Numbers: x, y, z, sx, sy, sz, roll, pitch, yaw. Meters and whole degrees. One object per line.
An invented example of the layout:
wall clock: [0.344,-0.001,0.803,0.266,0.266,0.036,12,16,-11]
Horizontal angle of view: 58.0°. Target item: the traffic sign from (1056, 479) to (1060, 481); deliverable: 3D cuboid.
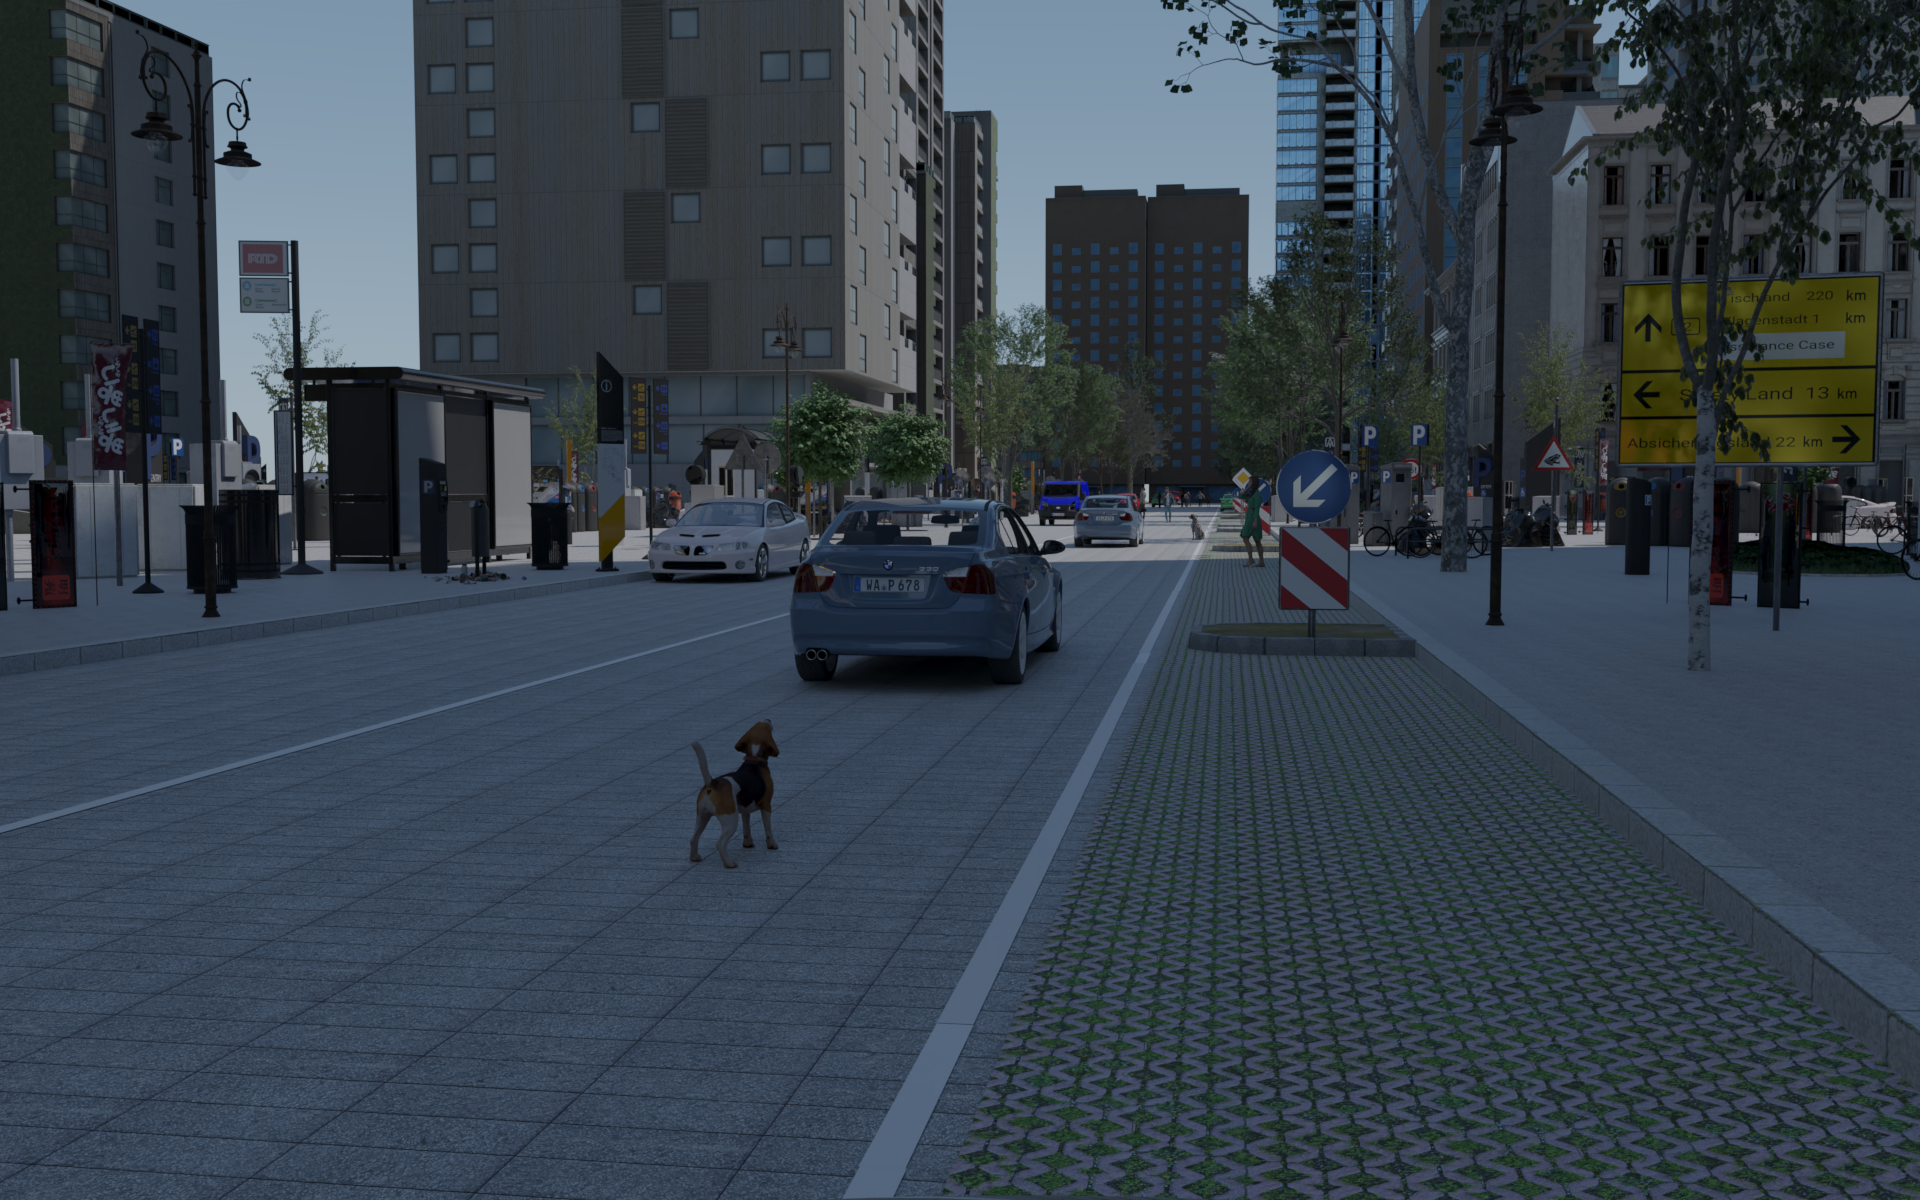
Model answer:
traffic sign: [8.384,-9.069,148.376,0.768,2.556,0.104,1,4,17]

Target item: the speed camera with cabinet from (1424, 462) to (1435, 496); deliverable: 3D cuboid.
speed camera with cabinet: [30.008,-6.983,108.516,2.038,3.252,0.660,0,4,-3]

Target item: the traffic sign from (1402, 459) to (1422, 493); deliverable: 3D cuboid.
traffic sign: [16.246,-3.815,62.476,0.768,2.556,0.104,1,4,17]

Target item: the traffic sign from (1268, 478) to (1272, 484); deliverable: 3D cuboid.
traffic sign: [24.061,-8.195,133.995,0.884,2.594,0.081,1,4,12]

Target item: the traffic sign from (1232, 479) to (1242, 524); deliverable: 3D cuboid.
traffic sign: [11.919,-4.266,73.388,0.795,2.450,0.064,1,4,9]

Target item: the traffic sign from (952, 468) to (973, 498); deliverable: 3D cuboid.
traffic sign: [0.089,-3.884,67.141,0.795,2.450,0.064,1,4,9]

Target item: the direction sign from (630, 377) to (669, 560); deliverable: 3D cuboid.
direction sign: [-6.060,-2.563,33.902,0.379,3.537,0.876,3,5,45]

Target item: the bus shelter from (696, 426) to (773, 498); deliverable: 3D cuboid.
bus shelter: [-6.489,-3.712,54.612,2.014,3.302,5.546,1,4,9]

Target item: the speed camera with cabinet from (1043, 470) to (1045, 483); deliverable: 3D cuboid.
speed camera with cabinet: [6.674,-9.010,141.643,0.660,3.252,2.038,0,4,2]

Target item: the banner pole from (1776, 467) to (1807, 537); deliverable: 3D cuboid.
banner pole: [20.519,-3.213,42.555,0.863,3.779,0.401,2,4,35]

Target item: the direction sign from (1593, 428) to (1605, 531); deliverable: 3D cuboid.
direction sign: [21.952,-4.128,59.492,0.379,3.537,0.876,0,4,0]

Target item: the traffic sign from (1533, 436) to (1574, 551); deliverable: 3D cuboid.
traffic sign: [13.293,-2.375,38.841,0.884,2.594,0.081,1,4,14]

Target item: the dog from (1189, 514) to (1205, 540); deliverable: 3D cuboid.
dog: [7.353,-2.260,53.792,0.513,0.831,0.800,1,4,8]

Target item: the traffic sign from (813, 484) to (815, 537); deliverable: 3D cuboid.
traffic sign: [-4.339,-3.147,51.462,0.884,2.594,0.081,1,4,16]

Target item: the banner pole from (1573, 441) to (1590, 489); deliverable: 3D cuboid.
banner pole: [29.395,-5.613,81.789,0.863,3.779,0.401,3,4,36]

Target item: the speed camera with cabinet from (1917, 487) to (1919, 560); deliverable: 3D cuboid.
speed camera with cabinet: [18.957,-2.307,32.050,2.038,3.252,0.660,3,4,39]

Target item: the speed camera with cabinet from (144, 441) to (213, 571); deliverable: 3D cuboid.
speed camera with cabinet: [-13.713,-2.114,28.898,2.038,3.252,0.660,0,4,-4]

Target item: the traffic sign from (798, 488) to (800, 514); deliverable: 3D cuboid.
traffic sign: [-4.826,-3.169,51.916,0.768,2.556,0.104,1,4,10]

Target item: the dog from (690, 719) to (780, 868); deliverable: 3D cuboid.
dog: [-0.893,0.761,6.851,0.406,0.507,0.540,-1,4,-17]

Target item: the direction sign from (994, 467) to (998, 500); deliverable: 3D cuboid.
direction sign: [2.970,-9.261,143.411,0.379,3.537,0.876,-1,4,-15]

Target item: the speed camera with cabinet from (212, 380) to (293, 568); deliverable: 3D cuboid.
speed camera with cabinet: [-12.745,-2.226,30.731,0.660,3.252,2.038,1,4,15]

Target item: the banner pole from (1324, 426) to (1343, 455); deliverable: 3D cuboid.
banner pole: [13.703,-4.491,63.444,0.863,3.779,0.401,2,4,27]

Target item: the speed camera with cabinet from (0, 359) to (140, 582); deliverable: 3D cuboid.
speed camera with cabinet: [-13.523,-1.939,26.044,0.660,3.252,2.038,3,5,39]

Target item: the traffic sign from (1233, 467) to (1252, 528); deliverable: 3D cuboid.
traffic sign: [10.706,-3.783,65.495,0.795,2.450,0.064,1,4,9]

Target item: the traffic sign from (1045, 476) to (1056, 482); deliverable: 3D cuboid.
traffic sign: [6.323,-7.420,121.430,0.768,2.556,0.104,1,4,10]

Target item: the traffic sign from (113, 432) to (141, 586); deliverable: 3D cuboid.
traffic sign: [-11.725,-1.467,24.093,0.768,2.556,0.104,1,4,14]

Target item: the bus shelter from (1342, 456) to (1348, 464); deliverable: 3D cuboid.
bus shelter: [22.122,-6.857,103.388,1.731,3.624,6.357,1,4,9]

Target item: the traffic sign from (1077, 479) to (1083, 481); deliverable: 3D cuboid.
traffic sign: [9.866,-8.729,142.829,0.768,2.556,0.104,1,4,13]

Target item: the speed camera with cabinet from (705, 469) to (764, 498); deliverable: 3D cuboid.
speed camera with cabinet: [-7.954,-4.087,61.157,2.038,3.252,0.660,-2,4,-33]

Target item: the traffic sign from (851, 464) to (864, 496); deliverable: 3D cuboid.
traffic sign: [-4.133,-4.119,67.444,0.768,2.556,0.104,1,4,14]

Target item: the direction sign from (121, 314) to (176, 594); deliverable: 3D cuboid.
direction sign: [-10.517,-1.855,22.333,0.379,3.537,0.876,0,4,2]

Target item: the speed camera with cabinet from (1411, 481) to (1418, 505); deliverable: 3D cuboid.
speed camera with cabinet: [31.965,-7.971,124.658,2.038,3.252,0.660,-2,4,-25]

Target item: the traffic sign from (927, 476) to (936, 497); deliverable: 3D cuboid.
traffic sign: [-1.543,-5.140,84.138,0.768,2.556,0.104,1,4,13]

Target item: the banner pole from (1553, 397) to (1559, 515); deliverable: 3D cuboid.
banner pole: [15.505,-3.374,45.182,0.401,3.779,0.863,1,4,12]

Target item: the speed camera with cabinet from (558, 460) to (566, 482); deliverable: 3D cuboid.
speed camera with cabinet: [-22.275,-6.421,99.323,2.038,3.252,0.660,0,4,-2]

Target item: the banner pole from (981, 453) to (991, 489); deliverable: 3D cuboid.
banner pole: [1.583,-6.845,101.934,0.863,3.779,0.401,-1,4,-19]

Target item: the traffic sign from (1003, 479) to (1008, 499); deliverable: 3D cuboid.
traffic sign: [3.143,-7.255,119.806,0.795,2.450,0.064,1,4,18]

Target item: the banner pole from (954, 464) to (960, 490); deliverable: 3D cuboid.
banner pole: [-0.258,-9.401,143.718,0.401,3.779,0.863,-3,5,-42]

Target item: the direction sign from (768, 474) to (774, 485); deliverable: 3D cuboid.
direction sign: [-9.538,-5.859,87.793,0.876,3.537,0.379,-2,4,-29]

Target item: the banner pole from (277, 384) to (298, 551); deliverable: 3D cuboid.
banner pole: [-15.358,-3.032,39.590,0.863,3.779,0.401,3,5,42]

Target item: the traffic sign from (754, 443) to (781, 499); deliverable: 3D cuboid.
traffic sign: [-4.821,-2.627,43.055,0.768,2.556,0.104,1,4,18]

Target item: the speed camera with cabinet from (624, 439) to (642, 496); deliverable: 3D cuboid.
speed camera with cabinet: [-12.195,-4.219,63.322,0.660,3.252,2.038,0,4,7]

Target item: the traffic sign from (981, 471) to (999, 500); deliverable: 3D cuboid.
traffic sign: [1.302,-4.366,75.033,0.795,2.450,0.064,1,4,9]

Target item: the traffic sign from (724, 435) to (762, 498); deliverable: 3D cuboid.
traffic sign: [-4.741,-2.313,37.816,0.884,2.594,0.081,1,4,13]

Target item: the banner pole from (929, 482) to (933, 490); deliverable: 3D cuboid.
banner pole: [-2.118,-8.613,130.832,0.863,3.779,0.401,2,4,25]

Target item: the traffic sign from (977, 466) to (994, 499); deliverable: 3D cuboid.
traffic sign: [1.152,-4.757,77.889,0.768,2.556,0.104,1,4,10]

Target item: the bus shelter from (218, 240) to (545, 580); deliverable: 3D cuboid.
bus shelter: [-9.918,-3.203,29.998,2.179,5.291,8.768,1,4,9]

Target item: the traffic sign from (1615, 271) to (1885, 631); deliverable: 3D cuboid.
traffic sign: [7.358,-1.369,16.261,2.265,3.308,0.079,1,4,18]

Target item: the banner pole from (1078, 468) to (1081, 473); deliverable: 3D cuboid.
banner pole: [10.082,-9.559,146.302,0.401,3.779,0.863,-1,4,-18]

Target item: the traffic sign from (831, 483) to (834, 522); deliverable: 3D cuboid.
traffic sign: [-3.864,-3.201,52.436,0.768,2.556,0.104,1,4,12]

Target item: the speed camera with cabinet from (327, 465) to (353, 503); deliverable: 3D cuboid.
speed camera with cabinet: [-18.712,-3.552,52.415,0.660,3.252,2.038,-1,4,-11]
